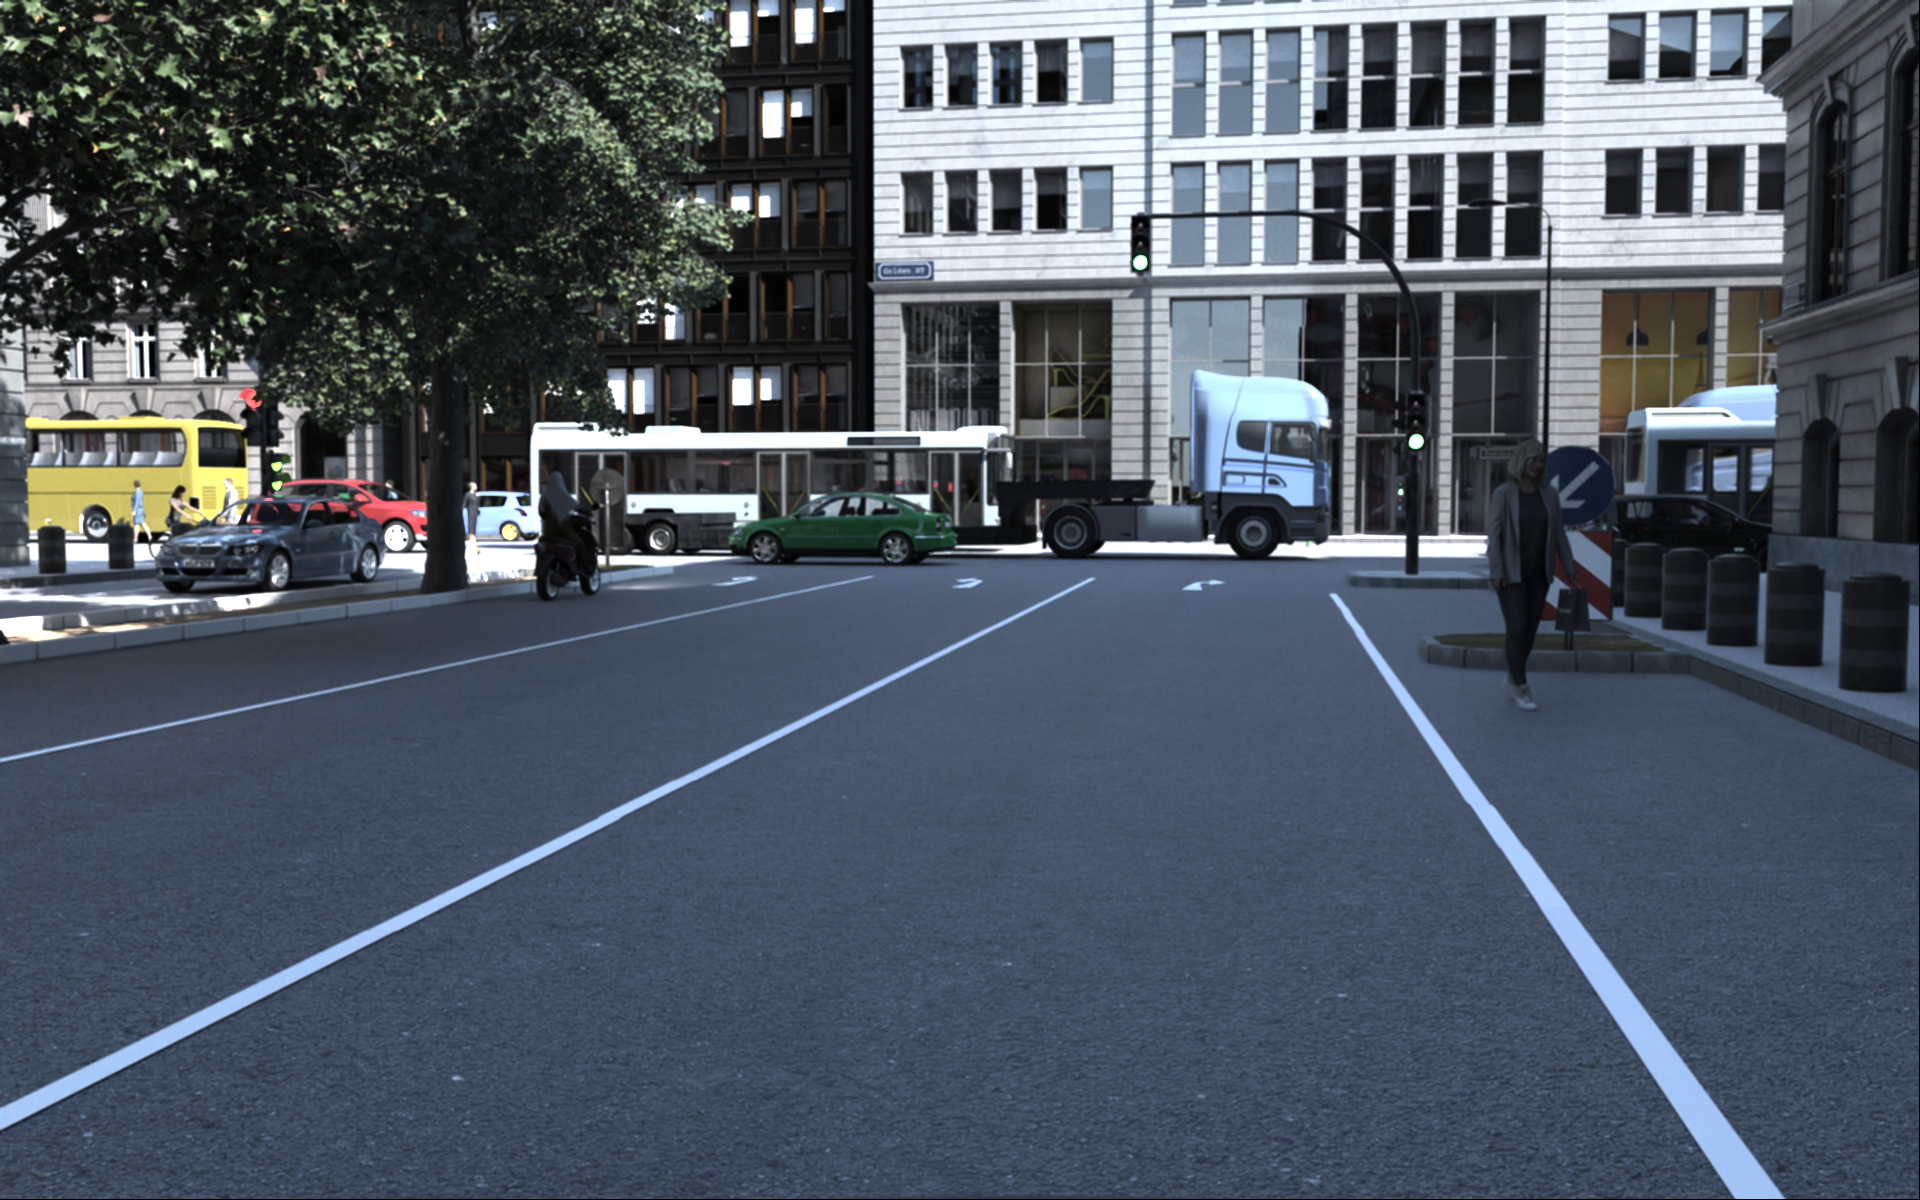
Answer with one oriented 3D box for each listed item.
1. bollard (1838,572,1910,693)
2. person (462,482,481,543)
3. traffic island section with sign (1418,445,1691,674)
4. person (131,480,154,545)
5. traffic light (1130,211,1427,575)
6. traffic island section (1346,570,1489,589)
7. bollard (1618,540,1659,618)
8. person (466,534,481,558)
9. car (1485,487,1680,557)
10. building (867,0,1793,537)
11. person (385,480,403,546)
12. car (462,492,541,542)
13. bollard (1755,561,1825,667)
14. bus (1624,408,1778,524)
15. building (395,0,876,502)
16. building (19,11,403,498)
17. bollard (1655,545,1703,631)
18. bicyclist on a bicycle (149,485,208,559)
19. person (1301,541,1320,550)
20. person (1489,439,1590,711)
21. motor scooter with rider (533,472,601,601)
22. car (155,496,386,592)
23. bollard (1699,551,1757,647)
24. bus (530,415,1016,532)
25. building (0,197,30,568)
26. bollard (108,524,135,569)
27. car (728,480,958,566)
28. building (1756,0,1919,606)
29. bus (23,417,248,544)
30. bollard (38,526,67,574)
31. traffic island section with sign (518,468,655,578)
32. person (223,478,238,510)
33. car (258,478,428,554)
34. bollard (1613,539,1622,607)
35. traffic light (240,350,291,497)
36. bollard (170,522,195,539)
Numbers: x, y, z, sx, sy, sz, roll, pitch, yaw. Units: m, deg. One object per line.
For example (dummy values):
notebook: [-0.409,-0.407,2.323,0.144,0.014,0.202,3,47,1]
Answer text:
bollard: [5.993,0.206,11.354,0.404,0.777,0.398,0,3,0]
person: [-14.407,-2.572,50.980,0.534,1.772,0.576,1,4,13]
traffic island section with sign: [5.018,-0.383,14.889,1.989,1.847,2.006,1,4,10]
person: [-23.117,-2.465,48.830,0.654,1.822,0.581,0,4,7]
traffic light: [5.129,-3.252,27.831,4.771,5.953,1.251,1,4,10]
traffic island section: [7.243,-0.333,27.719,2.009,0.180,2.903,1,4,10]
bollard: [7.177,-0.209,18.133,0.404,0.777,0.398,0,3,0]
person: [-10.878,-1.196,38.536,0.381,0.543,0.357,0,4,-6]
car: [12.531,-1.483,34.033,4.222,1.686,2.009,1,4,9]
building: [12.719,-17.096,57.008,29.804,29.767,11.434,1,4,10]
person: [-15.617,-2.408,47.898,0.620,1.820,0.660,-2,4,-29]
car: [-14.665,-2.651,52.937,3.694,1.707,1.945,0,4,8]
bollard: [6.286,0.102,13.044,0.404,0.777,0.398,0,3,0]
bus: [21.324,-2.566,36.816,13.247,3.499,2.948,1,4,11]
building: [-9.778,-14.209,62.000,15.834,23.373,12.332,1,4,10]
building: [-30.047,-13.733,66.335,24.055,21.916,13.314,1,4,10]
bollard: [6.881,-0.105,16.434,0.404,0.777,0.398,0,3,0]
bicyclist on a bicycle: [-16.365,-1.619,36.500,1.625,1.676,1.499,1,4,9]
person: [8.949,-1.918,44.105,0.590,1.304,0.306,-2,4,-23]
person: [3.902,-0.188,11.749,0.709,1.800,0.728,0,4,-5]
motor scooter with rider: [-5.382,-0.911,23.863,0.876,1.779,1.986,1,4,11]
car: [-10.580,-0.910,26.888,2.014,1.417,4.499,0,4,8]
bollard: [6.580,-0.001,14.737,0.404,0.777,0.398,0,3,0]
bus: [-4.312,-3.044,44.631,13.247,3.499,2.948,1,4,10]
building: [-32.006,-15.273,27.205,29.804,29.767,11.434,1,4,10]
bollard: [-14.364,-0.914,29.653,0.404,0.777,0.398,0,3,0]
car: [-2.432,-1.639,35.601,4.718,1.807,1.959,1,4,11]
building: [14.162,-11.521,7.459,14.460,24.649,34.723,1,4,10]
bus: [-27.406,-3.672,51.589,12.252,3.916,2.896,1,4,12]
bollard: [-14.660,-0.810,27.964,0.404,0.777,0.398,0,3,0]
traffic island section with sign: [-6.401,-1.358,30.338,2.006,1.907,1.989,1,4,10]
person: [-17.221,-1.973,40.886,0.853,1.813,0.709,-2,4,-29]
car: [-14.957,-2.094,42.915,5.304,1.827,2.281,1,4,12]
bollard: [7.473,-0.313,19.833,0.404,0.777,0.398,0,3,0]
traffic light: [-12.462,-2.575,31.021,0.839,4.253,0.868,1,4,10]
bollard: [-14.067,-1.018,31.356,0.404,0.777,0.398,0,3,0]
